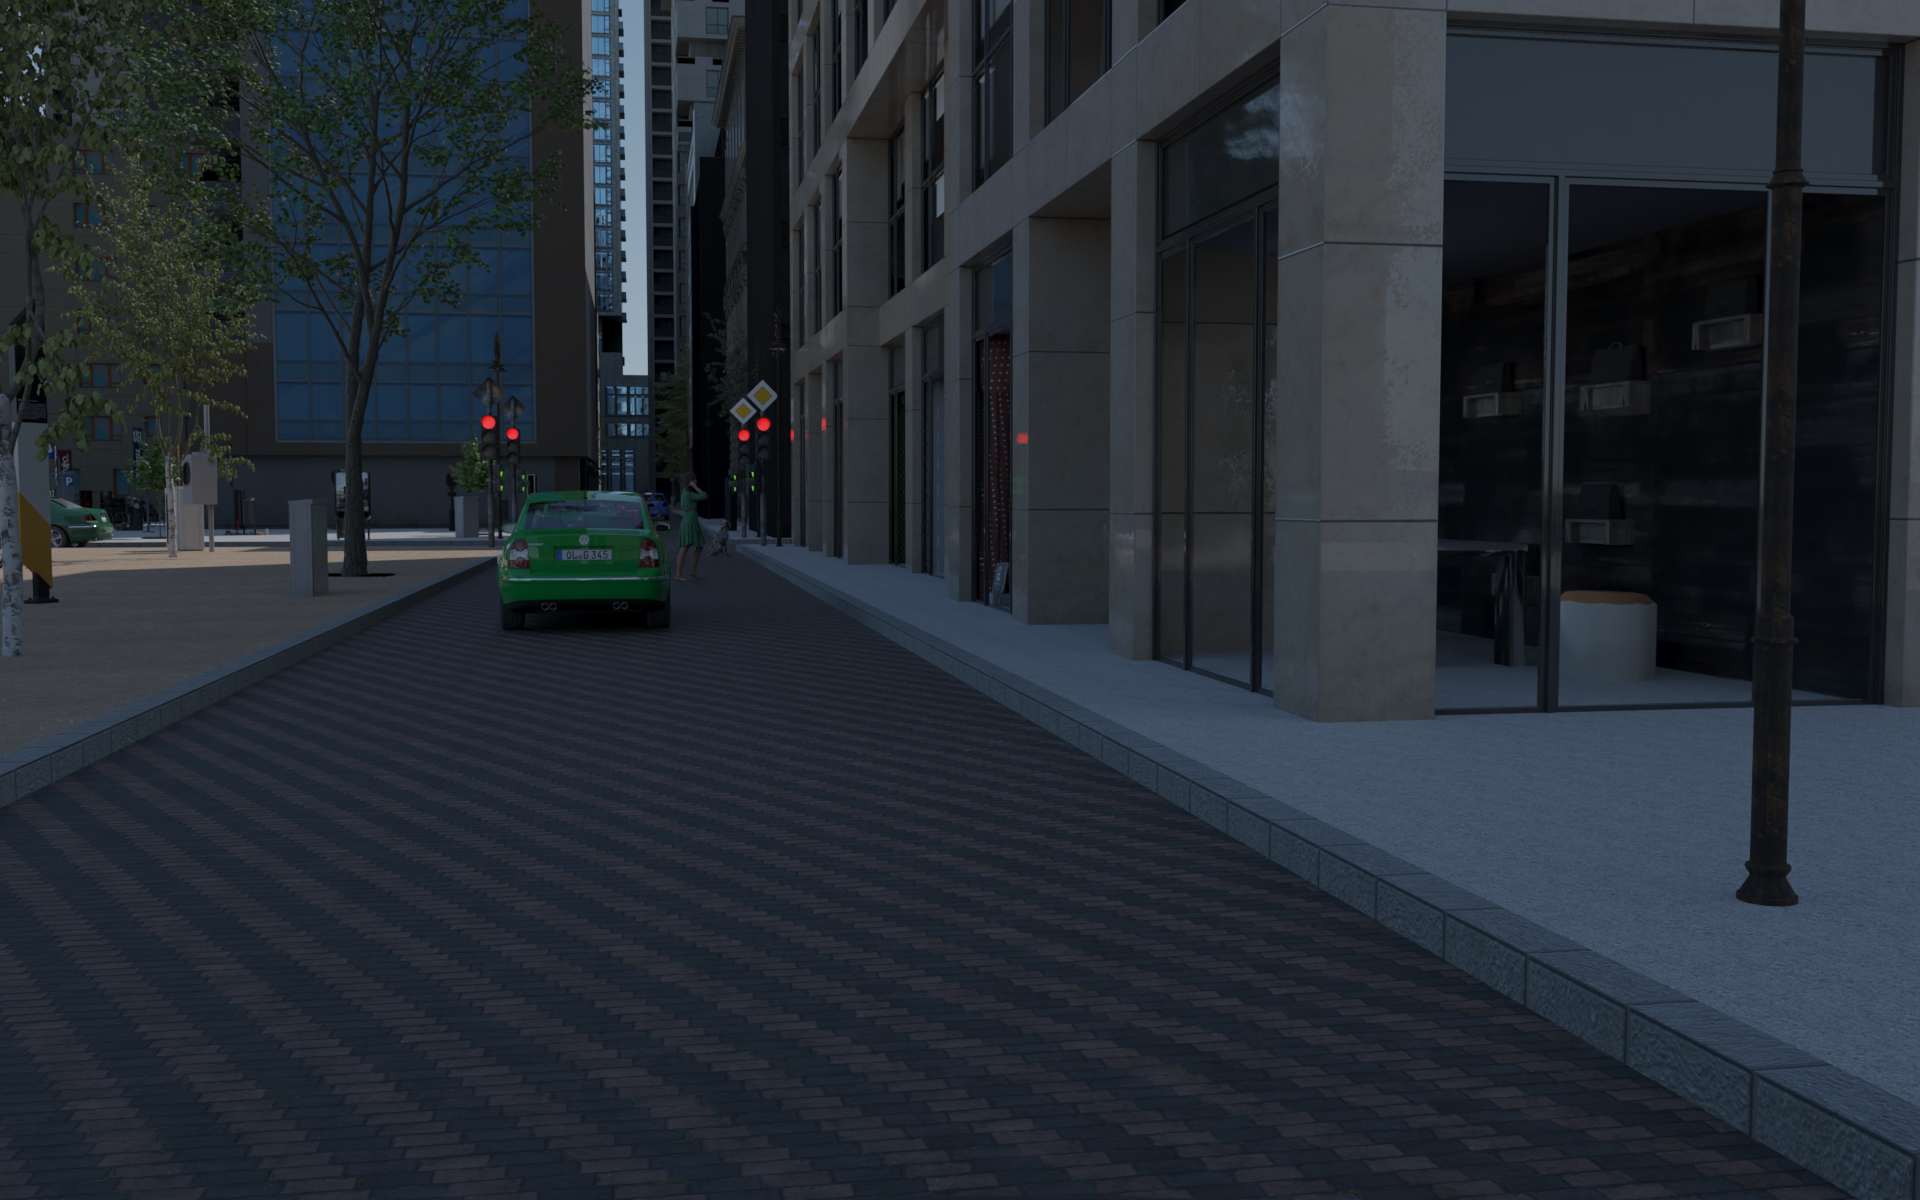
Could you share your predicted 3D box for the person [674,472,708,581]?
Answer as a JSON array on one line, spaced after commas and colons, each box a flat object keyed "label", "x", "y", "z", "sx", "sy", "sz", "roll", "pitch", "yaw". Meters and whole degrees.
[{"label": "person", "x": -4.475, "y": -1.214, "z": 28.594, "sx": 0.529, "sy": 1.795, "sz": 0.600, "roll": -2, "pitch": 4, "yaw": -25}]

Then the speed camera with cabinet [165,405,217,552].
[{"label": "speed camera with cabinet", "x": -17.243, "y": -2.719, "z": 38.794, "sx": 0.660, "sy": 3.252, "sz": 2.038, "roll": -3, "pitch": 5, "yaw": -40}]

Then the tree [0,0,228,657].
[{"label": "tree", "x": -7.557, "y": -3.844, "z": 13.219, "sx": 4.737, "sy": 8.622, "sz": 4.395, "roll": 0, "pitch": 3, "yaw": 0}]

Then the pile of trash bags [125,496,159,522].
[{"label": "pile of trash bags", "x": -37.580, "y": -4.302, "z": 80.097, "sx": 3.447, "sy": 1.369, "sz": 1.912, "roll": -3, "pitch": 4, "yaw": -37}]

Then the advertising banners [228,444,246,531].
[{"label": "advertising banners", "x": -25.519, "y": -3.970, "z": 61.103, "sx": 0.090, "sy": 3.025, "sz": 2.074, "roll": -1, "pitch": 4, "yaw": -9}]

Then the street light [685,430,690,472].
[{"label": "street light", "x": -19.487, "y": -9.255, "z": 124.106, "sx": 0.468, "sy": 5.910, "sz": 1.993, "roll": -1, "pitch": 4, "yaw": -10}]

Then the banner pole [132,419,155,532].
[{"label": "banner pole", "x": -27.252, "y": -4.139, "z": 57.693, "sx": 0.401, "sy": 3.779, "sz": 0.863, "roll": 1, "pitch": 4, "yaw": 14}]

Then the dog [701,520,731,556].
[{"label": "dog", "x": -5.710, "y": -1.435, "z": 40.291, "sx": 0.800, "sy": 0.831, "sz": 0.513, "roll": -1, "pitch": 4, "yaw": -12}]

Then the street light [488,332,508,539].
[{"label": "street light", "x": -13.169, "y": -4.688, "z": 49.437, "sx": 0.468, "sy": 5.910, "sz": 1.993, "roll": -1, "pitch": 4, "yaw": -10}]

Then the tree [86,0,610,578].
[{"label": "tree", "x": -9.261, "y": -6.173, "z": 26.685, "sx": 9.928, "sy": 11.665, "sz": 9.643, "roll": 0, "pitch": 3, "yaw": 0}]

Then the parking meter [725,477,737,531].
[{"label": "parking meter", "x": -7.960, "y": -3.337, "z": 60.265, "sx": 0.255, "sy": 1.863, "sz": 0.399, "roll": 3, "pitch": 4, "yaw": 36}]

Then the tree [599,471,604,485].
[{"label": "tree", "x": -36.412, "y": -11.313, "z": 168.687, "sx": 4.285, "sy": 4.588, "sz": 4.351, "roll": 0, "pitch": 3, "yaw": 0}]

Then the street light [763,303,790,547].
[{"label": "street light", "x": -4.411, "y": -4.240, "z": 42.116, "sx": 0.468, "sy": 5.910, "sz": 1.993, "roll": -1, "pitch": 4, "yaw": -10}]

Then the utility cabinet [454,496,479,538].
[{"label": "utility cabinet", "x": -14.532, "y": -2.438, "z": 51.022, "sx": 0.306, "sy": 1.237, "sz": 1.020, "roll": 1, "pitch": 4, "yaw": 9}]

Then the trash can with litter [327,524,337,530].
[{"label": "trash can with litter", "x": -22.264, "y": -3.124, "z": 62.138, "sx": 1.678, "sy": 1.210, "sz": 2.233, "roll": -1, "pitch": 4, "yaw": -9}]

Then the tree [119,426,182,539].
[{"label": "tree", "x": -23.044, "y": -3.378, "z": 49.836, "sx": 1.663, "sy": 3.219, "sz": 1.824, "roll": 0, "pitch": 3, "yaw": 0}]

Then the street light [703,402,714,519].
[{"label": "street light", "x": -12.665, "y": -7.005, "z": 87.325, "sx": 0.468, "sy": 5.910, "sz": 1.993, "roll": -1, "pitch": 4, "yaw": -10}]

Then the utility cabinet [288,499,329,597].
[{"label": "utility cabinet", "x": -8.292, "y": -0.666, "z": 22.046, "sx": 0.306, "sy": 1.237, "sz": 1.020, "roll": -1, "pitch": 4, "yaw": -10}]

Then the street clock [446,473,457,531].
[{"label": "street clock", "x": -17.600, "y": -3.391, "z": 60.011, "sx": 0.358, "sy": 2.002, "sz": 0.471, "roll": -3, "pitch": 5, "yaw": -39}]

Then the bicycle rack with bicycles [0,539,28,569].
[{"label": "bicycle rack with bicycles", "x": -17.044, "y": -0.958, "z": 29.038, "sx": 2.925, "sy": 0.926, "sz": 2.852, "roll": 1, "pitch": 4, "yaw": 19}]

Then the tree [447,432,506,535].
[{"label": "tree", "x": -15.084, "y": -3.627, "z": 53.907, "sx": 1.663, "sy": 3.219, "sz": 1.824, "roll": 0, "pitch": 3, "yaw": 0}]

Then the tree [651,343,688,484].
[{"label": "tree", "x": -19.443, "y": -12.951, "z": 129.879, "sx": 7.486, "sy": 12.596, "sz": 7.792, "roll": 0, "pitch": 3, "yaw": 0}]

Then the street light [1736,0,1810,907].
[{"label": "street light", "x": 2.551, "y": -1.988, "z": 5.294, "sx": 0.468, "sy": 5.910, "sz": 1.993, "roll": -1, "pitch": 4, "yaw": -10}]

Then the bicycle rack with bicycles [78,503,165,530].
[{"label": "bicycle rack with bicycles", "x": -31.970, "y": -3.249, "z": 66.499, "sx": 2.852, "sy": 0.926, "sz": 2.925, "roll": 0, "pitch": 4, "yaw": -6}]

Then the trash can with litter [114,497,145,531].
[{"label": "trash can with litter", "x": -28.972, "y": -2.994, "z": 60.332, "sx": 1.055, "sy": 1.170, "sz": 0.624, "roll": 0, "pitch": 4, "yaw": 4}]

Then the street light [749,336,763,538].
[{"label": "street light", "x": -5.931, "y": -4.779, "z": 50.924, "sx": 0.468, "sy": 5.910, "sz": 1.993, "roll": -1, "pitch": 4, "yaw": -10}]

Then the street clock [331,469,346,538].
[{"label": "street clock", "x": -18.013, "y": -2.801, "z": 50.366, "sx": 0.471, "sy": 2.002, "sz": 0.358, "roll": 1, "pitch": 4, "yaw": 19}]

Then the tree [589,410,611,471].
[{"label": "tree", "x": -26.010, "y": -10.262, "z": 118.148, "sx": 4.360, "sy": 8.622, "sz": 3.978, "roll": 0, "pitch": 3, "yaw": 0}]

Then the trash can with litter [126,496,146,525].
[{"label": "trash can with litter", "x": -34.827, "y": -3.726, "z": 71.984, "sx": 1.678, "sy": 1.210, "sz": 2.233, "roll": 3, "pitch": 5, "yaw": 41}]

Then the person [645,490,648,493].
[{"label": "person", "x": -27.766, "y": -8.865, "z": 153.435, "sx": 0.705, "sy": 1.826, "sz": 1.348, "roll": 2, "pitch": 4, "yaw": 24}]

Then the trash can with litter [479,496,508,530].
[{"label": "trash can with litter", "x": -16.886, "y": -3.127, "z": 62.183, "sx": 2.233, "sy": 1.210, "sz": 1.678, "roll": -1, "pitch": 4, "yaw": -11}]

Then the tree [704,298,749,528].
[{"label": "tree", "x": -7.812, "y": -7.019, "z": 65.123, "sx": 4.360, "sy": 8.622, "sz": 3.978, "roll": 0, "pitch": 3, "yaw": 0}]

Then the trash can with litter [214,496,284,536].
[{"label": "trash can with litter", "x": -22.426, "y": -2.639, "z": 54.212, "sx": 2.233, "sy": 1.210, "sz": 1.678, "roll": 2, "pitch": 4, "yaw": 29}]
